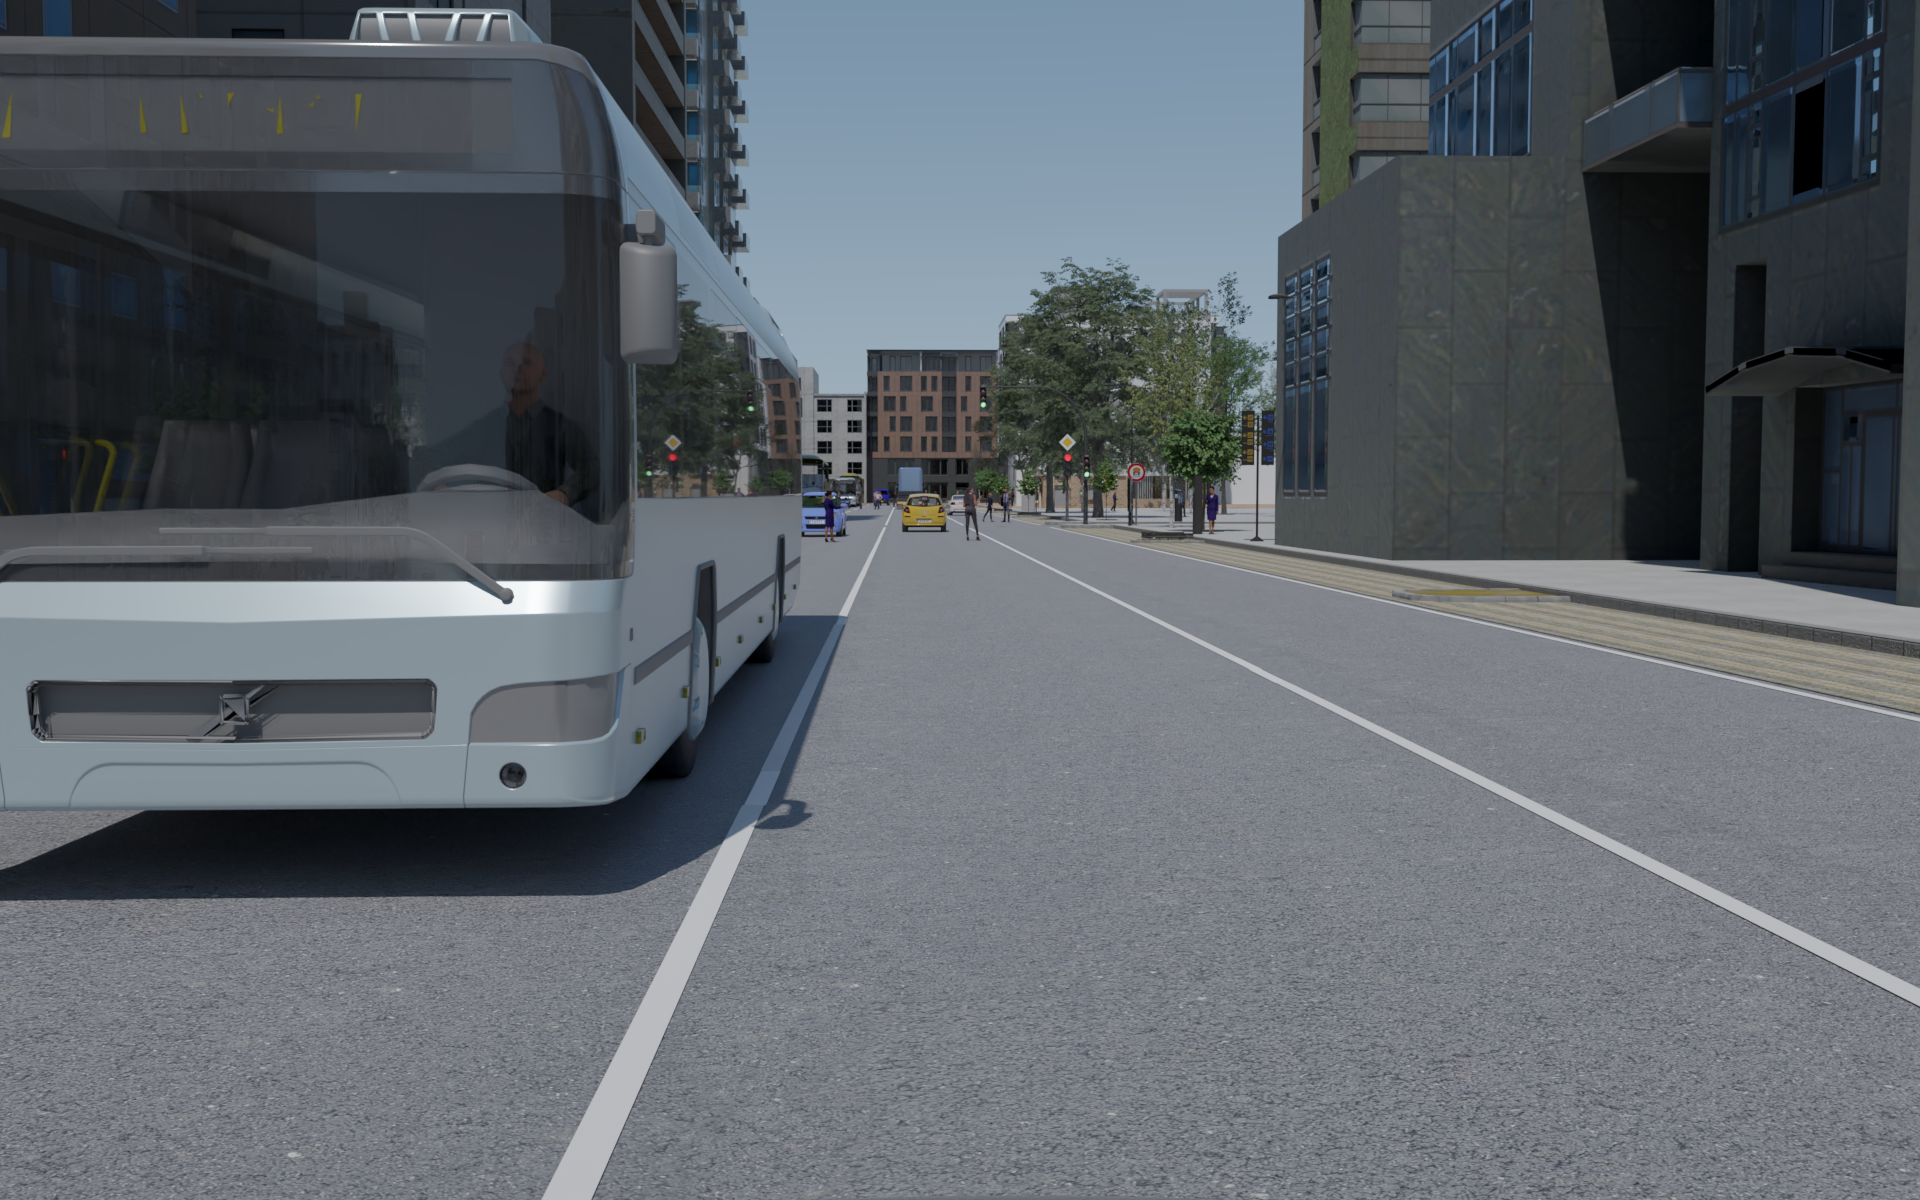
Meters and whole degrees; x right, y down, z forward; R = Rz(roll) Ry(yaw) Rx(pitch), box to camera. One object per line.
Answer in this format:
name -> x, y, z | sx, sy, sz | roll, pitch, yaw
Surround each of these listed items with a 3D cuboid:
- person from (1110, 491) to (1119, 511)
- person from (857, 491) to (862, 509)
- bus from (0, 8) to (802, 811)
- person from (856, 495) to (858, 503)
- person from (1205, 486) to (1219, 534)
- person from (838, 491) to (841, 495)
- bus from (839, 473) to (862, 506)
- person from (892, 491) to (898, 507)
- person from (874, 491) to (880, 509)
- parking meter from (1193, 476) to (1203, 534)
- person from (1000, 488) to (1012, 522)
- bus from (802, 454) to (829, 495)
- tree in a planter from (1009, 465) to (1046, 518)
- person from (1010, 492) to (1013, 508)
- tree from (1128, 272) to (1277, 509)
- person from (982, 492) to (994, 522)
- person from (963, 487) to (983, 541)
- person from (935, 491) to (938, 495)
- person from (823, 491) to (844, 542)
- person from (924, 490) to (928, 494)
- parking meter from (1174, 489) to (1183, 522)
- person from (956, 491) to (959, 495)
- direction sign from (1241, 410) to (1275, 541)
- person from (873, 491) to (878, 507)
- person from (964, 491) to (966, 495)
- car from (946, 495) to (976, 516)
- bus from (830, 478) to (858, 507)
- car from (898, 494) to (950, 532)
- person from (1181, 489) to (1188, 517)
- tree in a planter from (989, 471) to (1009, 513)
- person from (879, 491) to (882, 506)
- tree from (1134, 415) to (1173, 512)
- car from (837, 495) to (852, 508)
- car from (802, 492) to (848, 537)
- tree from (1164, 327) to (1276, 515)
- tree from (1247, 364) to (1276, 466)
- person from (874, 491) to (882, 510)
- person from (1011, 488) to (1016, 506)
person -> 11.546, -7.339, 128.722 | 0.600, 1.496, 0.574 | 2, 4, 28
person -> -9.654, -9.621, 166.256 | 0.568, 1.767, 0.683 | -3, 5, -41
bus -> -2.674, -1.018, 11.496 | 2.948, 3.499, 13.247 | 0, 4, -2
person -> -12.268, -11.764, 201.564 | 1.217, 1.736, 0.721 | 3, 5, 43
person -> 8.007, -2.852, 55.050 | 0.453, 1.535, 0.546 | 0, 4, -2
person -> -12.802, -10.666, 182.977 | 0.705, 1.812, 1.348 | -1, 4, -22
bus -> -13.199, -13.290, 208.834 | 2.896, 3.916, 12.252 | 0, 4, -2
person -> -7.149, -11.078, 190.455 | 0.721, 1.723, 1.217 | -2, 4, -34
person -> -8.011, -9.599, 166.365 | 0.530, 1.710, 0.541 | -1, 4, -22
parking meter -> 7.585, -3.032, 55.283 | 0.255, 1.863, 0.399 | 0, 4, -4
person -> 2.317, -4.800, 87.807 | 0.655, 1.722, 0.431 | 2, 4, 34
bus -> -9.716, -7.234, 109.815 | 2.896, 3.916, 12.252 | 0, 4, -3
tree in a planter -> 4.182, -6.626, 105.557 | 1.991, 3.239, 1.994 | 0, 4, -2
person -> 4.575, -9.124, 158.441 | 0.599, 1.433, 0.991 | 0, 4, 4
tree -> 20.730, -17.867, 148.014 | 12.611, 20.169, 13.585 | 0, 3, 0
person -> 1.461, -4.779, 89.184 | 0.613, 1.512, 0.480 | 0, 4, -5
person -> 0.384, -2.651, 53.308 | 0.593, 1.643, 0.415 | -1, 4, -20
person -> -3.090, -12.858, 218.753 | 1.348, 1.821, 0.705 | 1, 4, 23
person -> -3.792, -2.482, 51.446 | 0.453, 1.535, 0.546 | 2, 4, 33
person -> -3.092, -9.122, 157.578 | 1.348, 1.831, 0.705 | -1, 4, -18
parking meter -> 10.168, -4.416, 80.617 | 0.372, 1.533, 0.369 | 0, 3, 0
person -> -0.211, -11.419, 195.750 | 0.434, 1.755, 0.990 | 2, 4, 30
direction sign -> 8.060, -3.359, 46.918 | 0.876, 3.537, 0.379 | 1, 4, 16
person -> -9.470, -11.472, 195.938 | 0.709, 1.838, 0.599 | -2, 4, -30
person -> 0.772, -12.653, 215.934 | 0.990, 1.755, 0.434 | -2, 4, -35
car -> 0.103, -6.387, 116.796 | 2.083, 1.381, 4.827 | 0, 4, -3
bus -> -12.727, -12.006, 191.160 | 2.948, 3.499, 13.247 | 0, 4, -3
car -> -1.371, -3.445, 66.556 | 2.015, 1.641, 3.980 | 0, 4, -1
person -> 12.374, -5.382, 96.246 | 0.499, 1.552, 0.429 | 0, 4, -5
tree in a planter -> 3.251, -8.273, 132.485 | 1.991, 3.239, 1.994 | 0, 4, -2
person -> -9.642, -12.273, 209.104 | 0.705, 1.831, 1.348 | -1, 4, -10
tree -> 15.657, -11.275, 134.711 | 4.360, 8.622, 3.978 | 0, 3, 0
car -> -11.980, -10.013, 176.288 | 1.945, 1.354, 3.894 | 0, 4, -3
car -> -4.785, -3.027, 59.085 | 1.945, 1.707, 3.694 | 0, 4, -1
tree -> 16.397, -11.125, 107.657 | 9.928, 11.665, 9.643 | 0, 3, 0
tree -> 18.097, -8.993, 97.397 | 4.737, 8.622, 4.395 | 0, 3, 0
person -> -7.540, -9.139, 158.856 | 0.756, 1.711, 0.436 | 1, 4, 22
person -> 5.470, -10.621, 179.333 | 0.705, 1.869, 1.348 | -1, 4, -16
